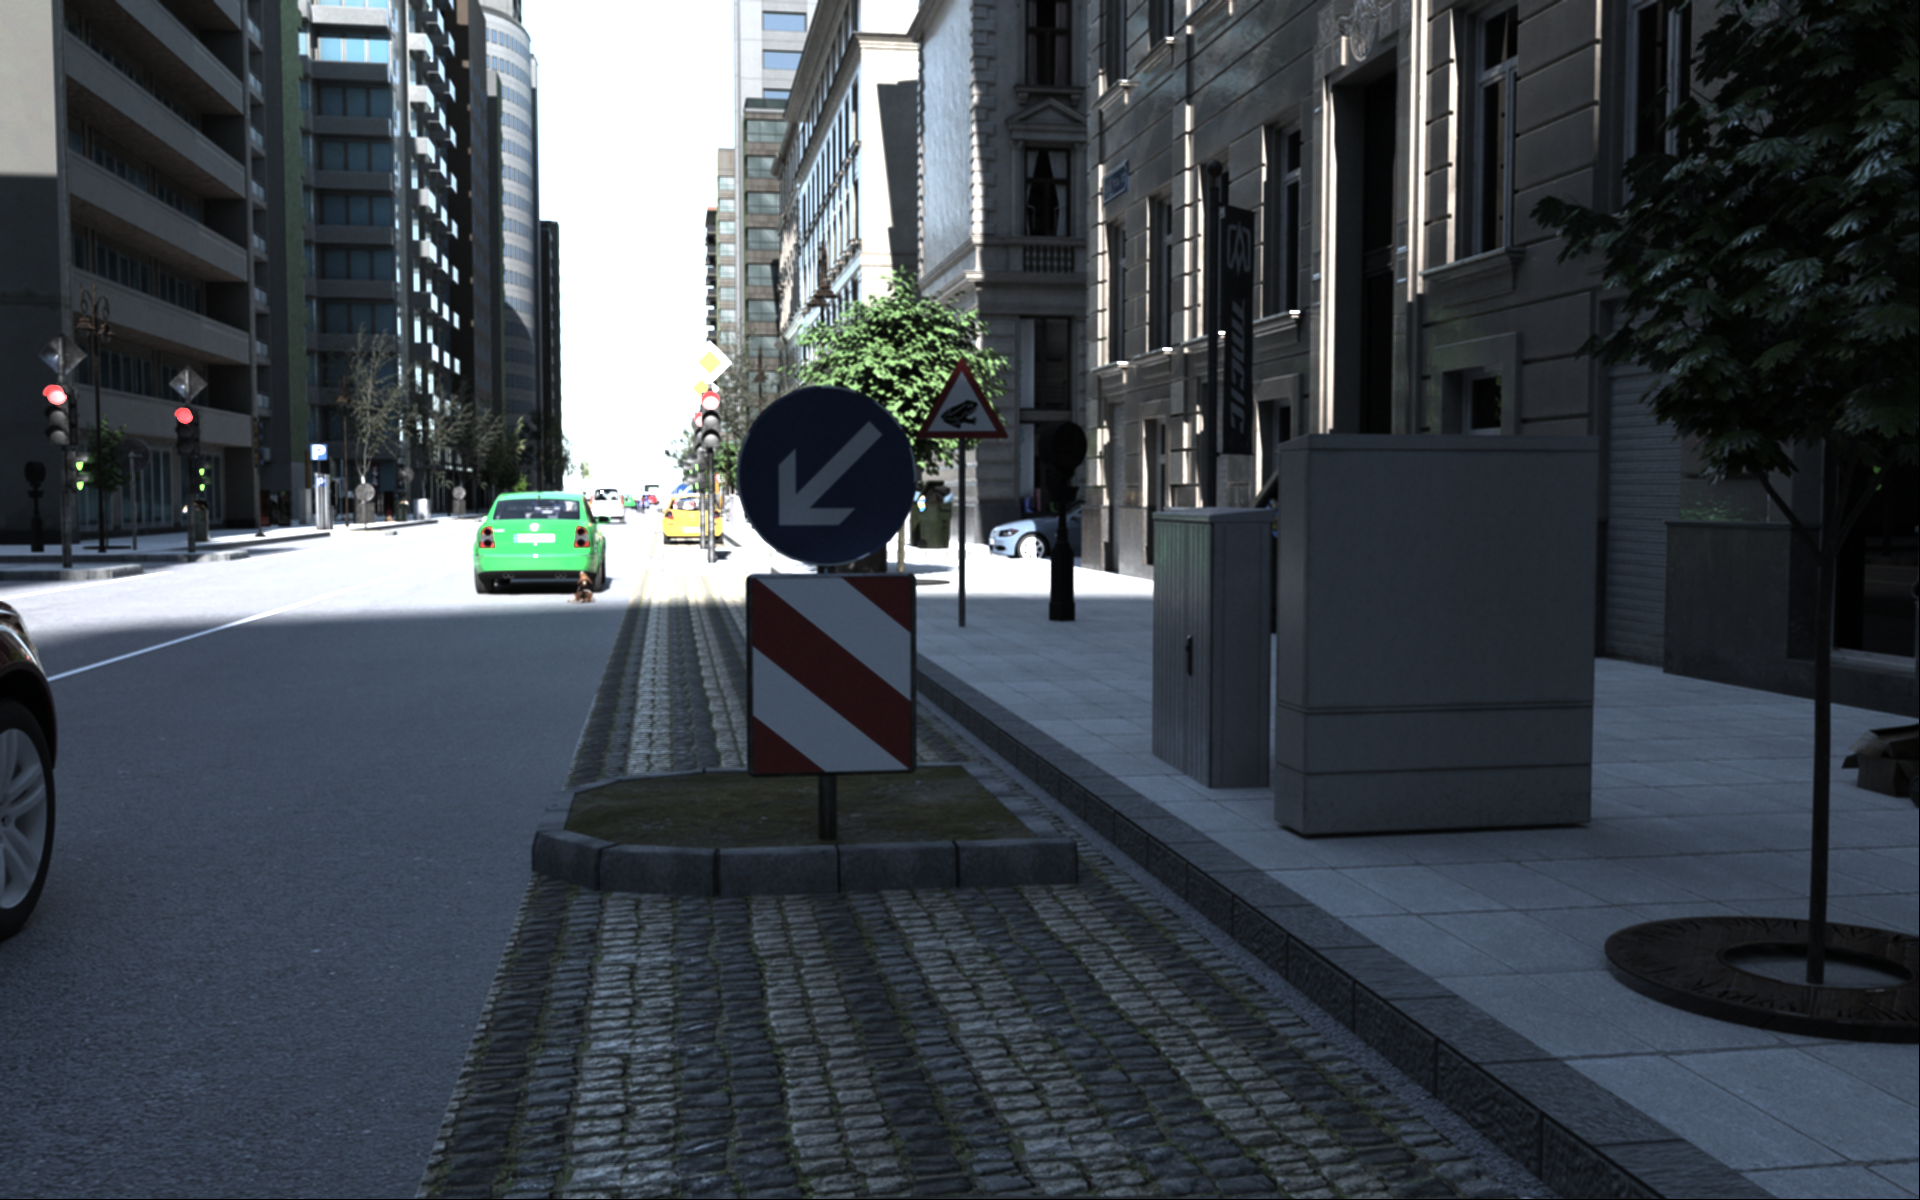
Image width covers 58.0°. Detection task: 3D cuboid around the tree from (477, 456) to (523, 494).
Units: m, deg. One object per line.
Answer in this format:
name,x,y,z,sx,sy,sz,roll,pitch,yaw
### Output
tree,-35.296,-9.128,132.959,4.285,4.588,4.351,0,3,0

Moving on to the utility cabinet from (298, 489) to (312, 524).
utility cabinet,-27.587,-3.929,72.915,0.318,1.500,1.173,-1,4,-10

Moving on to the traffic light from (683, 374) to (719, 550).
traffic light,-5.933,-3.108,39.733,0.839,4.253,0.868,-1,4,-10

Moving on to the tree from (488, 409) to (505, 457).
tree,-30.292,-9.503,105.731,4.360,8.622,3.978,0,3,0

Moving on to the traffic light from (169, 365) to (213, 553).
traffic light,-16.838,-2.995,37.886,0.839,4.253,0.868,-1,4,-10

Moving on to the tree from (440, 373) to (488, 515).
tree,-28.094,-8.611,91.160,4.360,8.622,3.978,0,3,0

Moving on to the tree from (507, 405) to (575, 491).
tree,-44.629,-15.206,183.033,8.767,10.594,7.601,0,4,-3

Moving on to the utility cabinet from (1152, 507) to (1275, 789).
utility cabinet,1.144,0.192,8.021,0.306,1.237,1.020,0,4,-8

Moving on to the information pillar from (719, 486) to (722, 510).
information pillar,-15.834,-7.542,114.670,0.183,3.616,0.504,-2,4,-25

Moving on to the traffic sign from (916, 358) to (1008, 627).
traffic sign,0.018,-1.020,16.686,0.884,2.594,0.081,0,4,0

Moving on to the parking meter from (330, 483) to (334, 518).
parking meter,-31.539,-4.946,86.576,0.255,1.863,0.399,1,4,22

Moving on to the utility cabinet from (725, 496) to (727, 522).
utility cabinet,-10.788,-4.254,80.707,0.306,1.237,1.020,0,4,-4

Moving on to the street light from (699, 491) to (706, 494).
street light,-19.058,-9.579,129.403,0.468,5.910,1.993,-1,4,-10

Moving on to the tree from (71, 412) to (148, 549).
tree,-19.950,-2.820,40.716,1.663,3.219,1.824,0,3,0

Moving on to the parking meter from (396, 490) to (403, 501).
parking meter,-34.644,-6.034,107.064,0.372,1.533,0.369,0,3,0

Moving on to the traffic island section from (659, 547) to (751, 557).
traffic island section,-5.891,-1.075,39.854,2.009,0.180,2.903,-1,4,-10

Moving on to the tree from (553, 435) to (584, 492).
tree,-48.127,-15.960,211.300,4.360,8.622,3.978,0,3,0

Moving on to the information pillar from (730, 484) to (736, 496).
information pillar,-13.922,-6.220,106.196,0.304,2.012,0.304,0,4,1

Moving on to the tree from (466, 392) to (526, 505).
tree,-33.769,-10.741,125.981,4.737,8.622,4.395,0,3,0

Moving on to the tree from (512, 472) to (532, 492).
tree,-38.219,-9.561,150.915,1.663,3.219,1.824,0,3,0

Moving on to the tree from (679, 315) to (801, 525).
tree,-8.872,-7.398,71.316,4.360,8.622,3.978,0,3,0

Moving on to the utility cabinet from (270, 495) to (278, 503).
utility cabinet,-31.249,-4.094,78.102,1.020,1.237,0.306,1,4,22

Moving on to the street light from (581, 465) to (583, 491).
street light,-55.535,-17.243,254.701,0.468,5.910,1.993,-1,4,-10

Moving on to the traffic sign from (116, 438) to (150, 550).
traffic sign,-18.886,-2.413,39.564,0.768,2.556,0.104,0,4,-2

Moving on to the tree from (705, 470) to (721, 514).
tree,-15.865,-7.143,111.395,1.663,3.219,1.824,0,3,0

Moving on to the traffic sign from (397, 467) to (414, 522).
traffic sign,-25.719,-4.908,80.348,0.768,2.556,0.104,0,4,-5

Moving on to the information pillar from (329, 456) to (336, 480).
information pillar,-38.813,-7.085,107.192,0.183,3.616,0.504,1,4,22

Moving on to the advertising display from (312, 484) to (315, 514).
advertising display,-41.063,-6.399,109.834,0.123,1.923,0.974,0,4,-4

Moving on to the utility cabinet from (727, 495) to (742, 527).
utility cabinet,-8.714,-3.433,67.295,0.306,1.237,1.020,-1,4,-19

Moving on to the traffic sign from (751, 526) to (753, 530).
traffic sign,-7.484,-3.806,62.334,0.768,2.556,0.104,0,4,-2

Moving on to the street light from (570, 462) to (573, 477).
street light,-50.392,-15.416,224.841,0.468,5.910,1.993,-1,4,-10

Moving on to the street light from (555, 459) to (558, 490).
street light,-45.497,-13.607,195.267,0.468,5.910,1.993,-1,4,-10

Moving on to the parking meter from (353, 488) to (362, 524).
parking meter,-25.631,-3.995,73.735,0.372,1.533,0.369,0,3,0

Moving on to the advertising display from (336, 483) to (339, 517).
advertising display,-35.275,-5.654,97.654,0.123,1.923,0.974,-3,5,-42

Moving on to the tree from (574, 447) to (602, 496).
tree,-57.123,-19.243,264.979,4.737,8.622,4.395,0,3,0

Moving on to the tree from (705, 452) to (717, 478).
tree,-11.380,-6.505,90.063,4.285,4.588,4.351,0,3,0

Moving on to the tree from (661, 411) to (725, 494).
tree,-29.826,-15.991,195.871,8.767,10.594,7.601,0,4,3

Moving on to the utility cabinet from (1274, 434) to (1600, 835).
utility cabinet,1.816,0.125,6.639,1.173,1.500,0.318,-1,4,-11

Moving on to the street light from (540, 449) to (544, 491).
street light,-41.916,-12.303,173.948,0.468,5.910,1.993,-1,4,-10

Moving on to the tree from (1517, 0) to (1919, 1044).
tree,2.206,-0.594,4.318,1.663,3.219,1.824,0,3,0

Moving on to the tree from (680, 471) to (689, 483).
tree,-24.643,-11.357,169.401,4.285,4.588,4.351,0,3,0

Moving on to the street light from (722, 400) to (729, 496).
street light,-11.316,-6.813,84.180,0.468,5.910,1.993,-1,4,-10

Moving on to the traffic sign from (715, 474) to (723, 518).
traffic sign,-12.887,-5.739,93.931,0.768,2.556,0.104,0,4,-6

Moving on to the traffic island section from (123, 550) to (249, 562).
traffic island section,-16.879,-0.962,38.014,2.009,0.180,2.903,-1,4,-10

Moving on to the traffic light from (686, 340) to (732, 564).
traffic light,-4.605,-2.626,31.859,0.839,4.253,0.868,-1,4,-10

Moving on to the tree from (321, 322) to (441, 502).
tree,-25.755,-7.633,75.162,4.360,8.622,3.978,0,3,0

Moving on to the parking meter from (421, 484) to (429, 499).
parking meter,-31.425,-5.873,101.731,0.399,1.863,0.255,0,4,1

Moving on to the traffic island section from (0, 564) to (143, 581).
traffic island section,-15.552,-0.481,30.139,2.009,0.180,2.903,-1,4,-10

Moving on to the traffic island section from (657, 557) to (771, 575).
traffic island section,-4.564,-0.593,31.980,2.009,0.180,2.903,-1,4,-10

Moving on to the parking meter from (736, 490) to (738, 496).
parking meter,-14.604,-6.537,112.586,0.399,1.863,0.255,-3,4,-37

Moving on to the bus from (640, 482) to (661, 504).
bus,-46.536,-16.255,260.630,2.948,3.499,13.247,-1,4,-12

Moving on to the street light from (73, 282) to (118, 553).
street light,-18.845,-3.981,37.873,0.468,5.910,1.993,-1,4,-10

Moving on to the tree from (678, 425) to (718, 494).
tree,-26.995,-14.006,179.367,4.737,8.622,4.395,0,3,0

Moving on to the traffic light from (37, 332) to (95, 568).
traffic light,-15.511,-2.513,30.012,0.839,4.253,0.868,-1,4,-10

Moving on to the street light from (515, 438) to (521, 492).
street light,-36.782,-10.478,144.110,0.468,5.910,1.993,-1,4,-10

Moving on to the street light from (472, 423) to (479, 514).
street light,-31.629,-8.593,113.283,0.468,5.910,1.993,-1,4,-10

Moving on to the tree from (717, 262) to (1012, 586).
tree,-0.936,-2.510,24.745,4.285,4.588,4.351,0,3,0

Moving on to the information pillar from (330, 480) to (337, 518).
information pillar,-33.935,-5.457,93.710,0.304,2.012,0.304,-2,4,-33

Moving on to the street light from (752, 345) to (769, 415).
street light,-6.212,-4.964,53.949,0.468,5.910,1.993,-1,4,-10
